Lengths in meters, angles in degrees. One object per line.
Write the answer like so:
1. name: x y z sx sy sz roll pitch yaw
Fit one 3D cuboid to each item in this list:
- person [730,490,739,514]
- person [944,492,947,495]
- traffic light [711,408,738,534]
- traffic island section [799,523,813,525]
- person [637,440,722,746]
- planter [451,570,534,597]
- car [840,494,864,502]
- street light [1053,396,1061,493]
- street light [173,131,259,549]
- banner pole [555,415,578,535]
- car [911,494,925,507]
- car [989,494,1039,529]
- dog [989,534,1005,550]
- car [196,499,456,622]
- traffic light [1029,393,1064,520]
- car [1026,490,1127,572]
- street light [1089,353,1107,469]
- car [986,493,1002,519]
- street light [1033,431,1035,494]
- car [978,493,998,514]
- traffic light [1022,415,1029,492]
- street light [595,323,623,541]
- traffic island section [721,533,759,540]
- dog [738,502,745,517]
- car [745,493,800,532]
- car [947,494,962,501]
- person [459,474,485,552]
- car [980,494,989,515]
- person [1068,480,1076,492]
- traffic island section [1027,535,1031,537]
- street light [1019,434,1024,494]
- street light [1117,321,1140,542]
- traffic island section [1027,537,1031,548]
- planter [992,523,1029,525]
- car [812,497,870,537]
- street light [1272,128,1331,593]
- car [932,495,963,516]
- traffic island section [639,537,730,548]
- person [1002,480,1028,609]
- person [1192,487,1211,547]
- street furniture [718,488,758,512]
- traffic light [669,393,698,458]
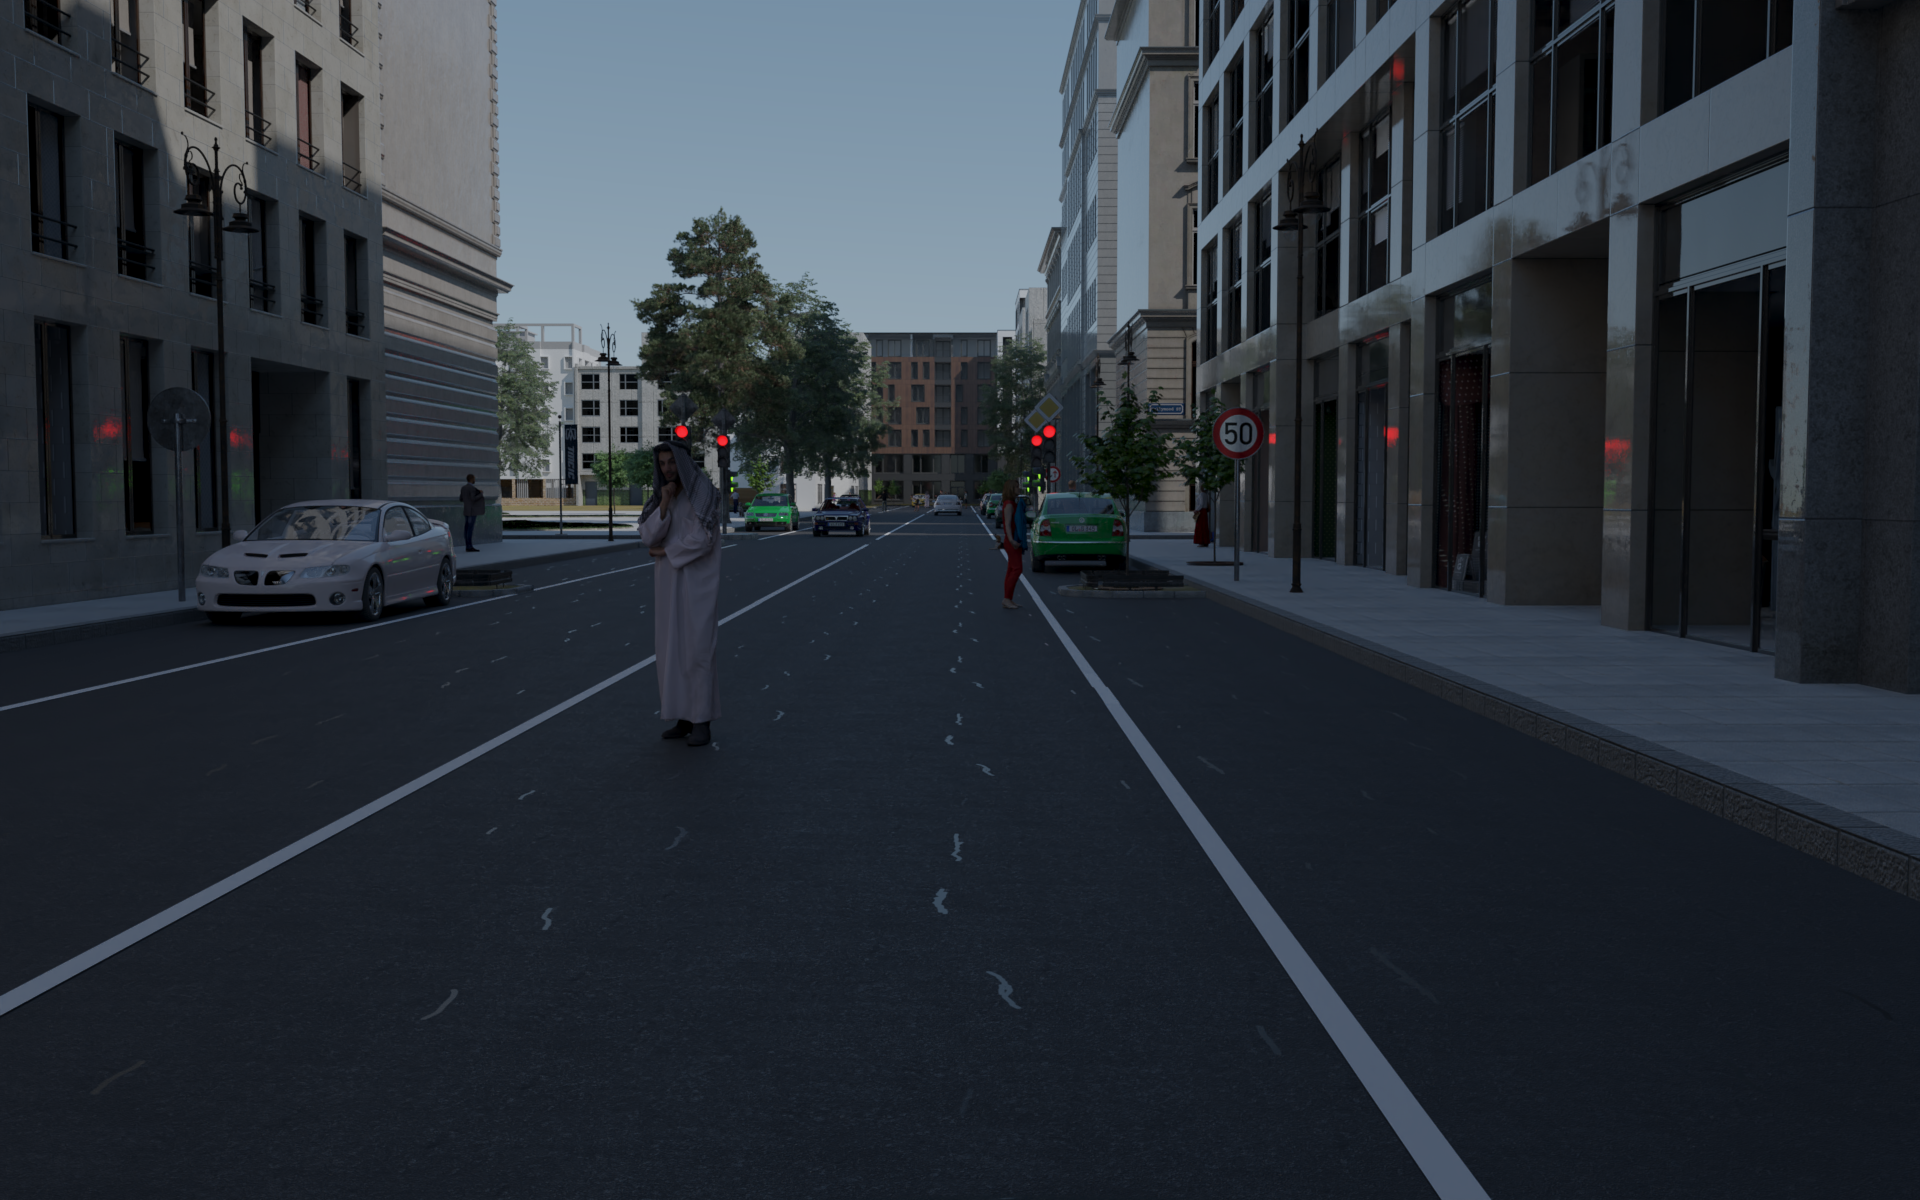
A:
1. person: -14.814 -6.466 113.978 0.614 1.554 0.590 1 4 10
2. person: -1.721 -12.107 207.171 1.217 1.735 0.721 0 4 -7
3. traffic light: -7.537 -4.050 55.460 0.839 4.213 0.868 0 3 0
4. traffic island section: -7.215 -3.543 80.797 1.991 0.108 1.994 0 3 0
5. person: -1.628 -0.056 10.092 0.551 1.740 0.621 1 4 10
6. planter: -7.287 -0.241 25.083 1.991 0.319 1.994 0 3 0
7. car: -7.349 -6.470 115.573 2.009 1.686 4.222 0 4 1
8. street light: 4.509 -6.659 81.661 0.468 5.910 1.993 0 3 0
9. street light: -9.637 -3.047 22.606 0.468 5.910 1.993 0 3 0
10. banner pole: -12.412 -3.956 54.691 0.863 3.779 0.401 1 4 17
11. car: -4.356 -10.955 189.339 2.015 1.641 3.980 0 4 1
12. car: 2.345 -3.888 73.359 2.009 1.686 4.222 0 4 1
13. dog: 1.146 -1.494 44.616 0.748 0.427 0.550 3 4 39
14. car: -7.493 -0.522 20.892 2.083 1.381 4.827 0 4 0
15. traffic light: 2.413 -3.562 47.478 0.839 4.213 0.868 0 3 0
16. car: 2.238 -1.486 33.093 1.959 1.807 4.718 0 4 2
17. street light: 4.517 -5.143 56.880 0.468 5.910 1.993 0 3 0
18. car: 2.439 -5.680 101.665 1.959 1.807 4.718 0 3 0
19. street light: 4.586 -8.155 106.114 0.468 5.910 1.993 0 3 0
20. car: 2.366 -6.973 123.042 2.155 1.783 4.494 0 4 2
21. traffic light: 2.424 -4.050 55.463 0.839 4.213 0.868 0 3 0
22. street light: -9.486 -4.532 46.890 0.468 5.910 1.993 0 3 0
23. traffic island section: -7.577 -2.038 55.594 2.009 0.180 2.903 0 3 0
24. dog: -12.139 -5.051 96.959 0.800 0.831 0.513 -3 5 -40
25. car: -7.277 -3.574 67.236 1.959 1.807 4.718 0 4 0
26. car: -0.788 -10.288 177.994 2.009 1.686 4.222 0 4 0
27. person: -10.823 -1.934 38.490 0.431 1.722 0.655 -3 4 -38
28. car: 2.349 -6.609 117.836 2.009 1.686 4.222 0 4 1
29. person: 2.643 -1.929 40.596 0.990 1.755 0.434 3 5 42
30. traffic island section: 2.464 -2.036 55.575 2.009 0.180 2.903 0 3 0
31. street light: 4.604 -9.631 130.254 0.468 5.910 1.993 0 3 0
32. street light: 4.517 -4.511 46.535 0.468 5.910 1.993 0 3 0
33. traffic island section: 2.453 -1.548 47.590 2.009 0.180 2.903 0 3 0
34. planter: 2.499 -3.636 80.589 1.991 0.319 1.994 0 3 0
35. car: -4.064 -2.873 59.546 1.945 1.354 3.894 0 4 2
36. street light: 4.384 -3.034 22.395 0.468 5.910 1.993 0 3 0
37. car: -0.831 -6.381 116.698 2.083 1.381 4.827 0 4 -1
38. traffic island section: -7.589 -1.549 47.609 2.009 0.180 2.903 0 3 0
39. person: 0.700 -0.715 21.890 0.444 1.614 0.593 2 4 35
40. person: 5.854 -2.041 41.874 0.387 1.526 0.523 2 4 27
41. street furniture: -15.712 -7.154 123.816 11.010 1.723 9.812 0 4 -7
42. traffic light: -7.549 -3.562 47.475 0.839 4.213 0.868 0 3 0
